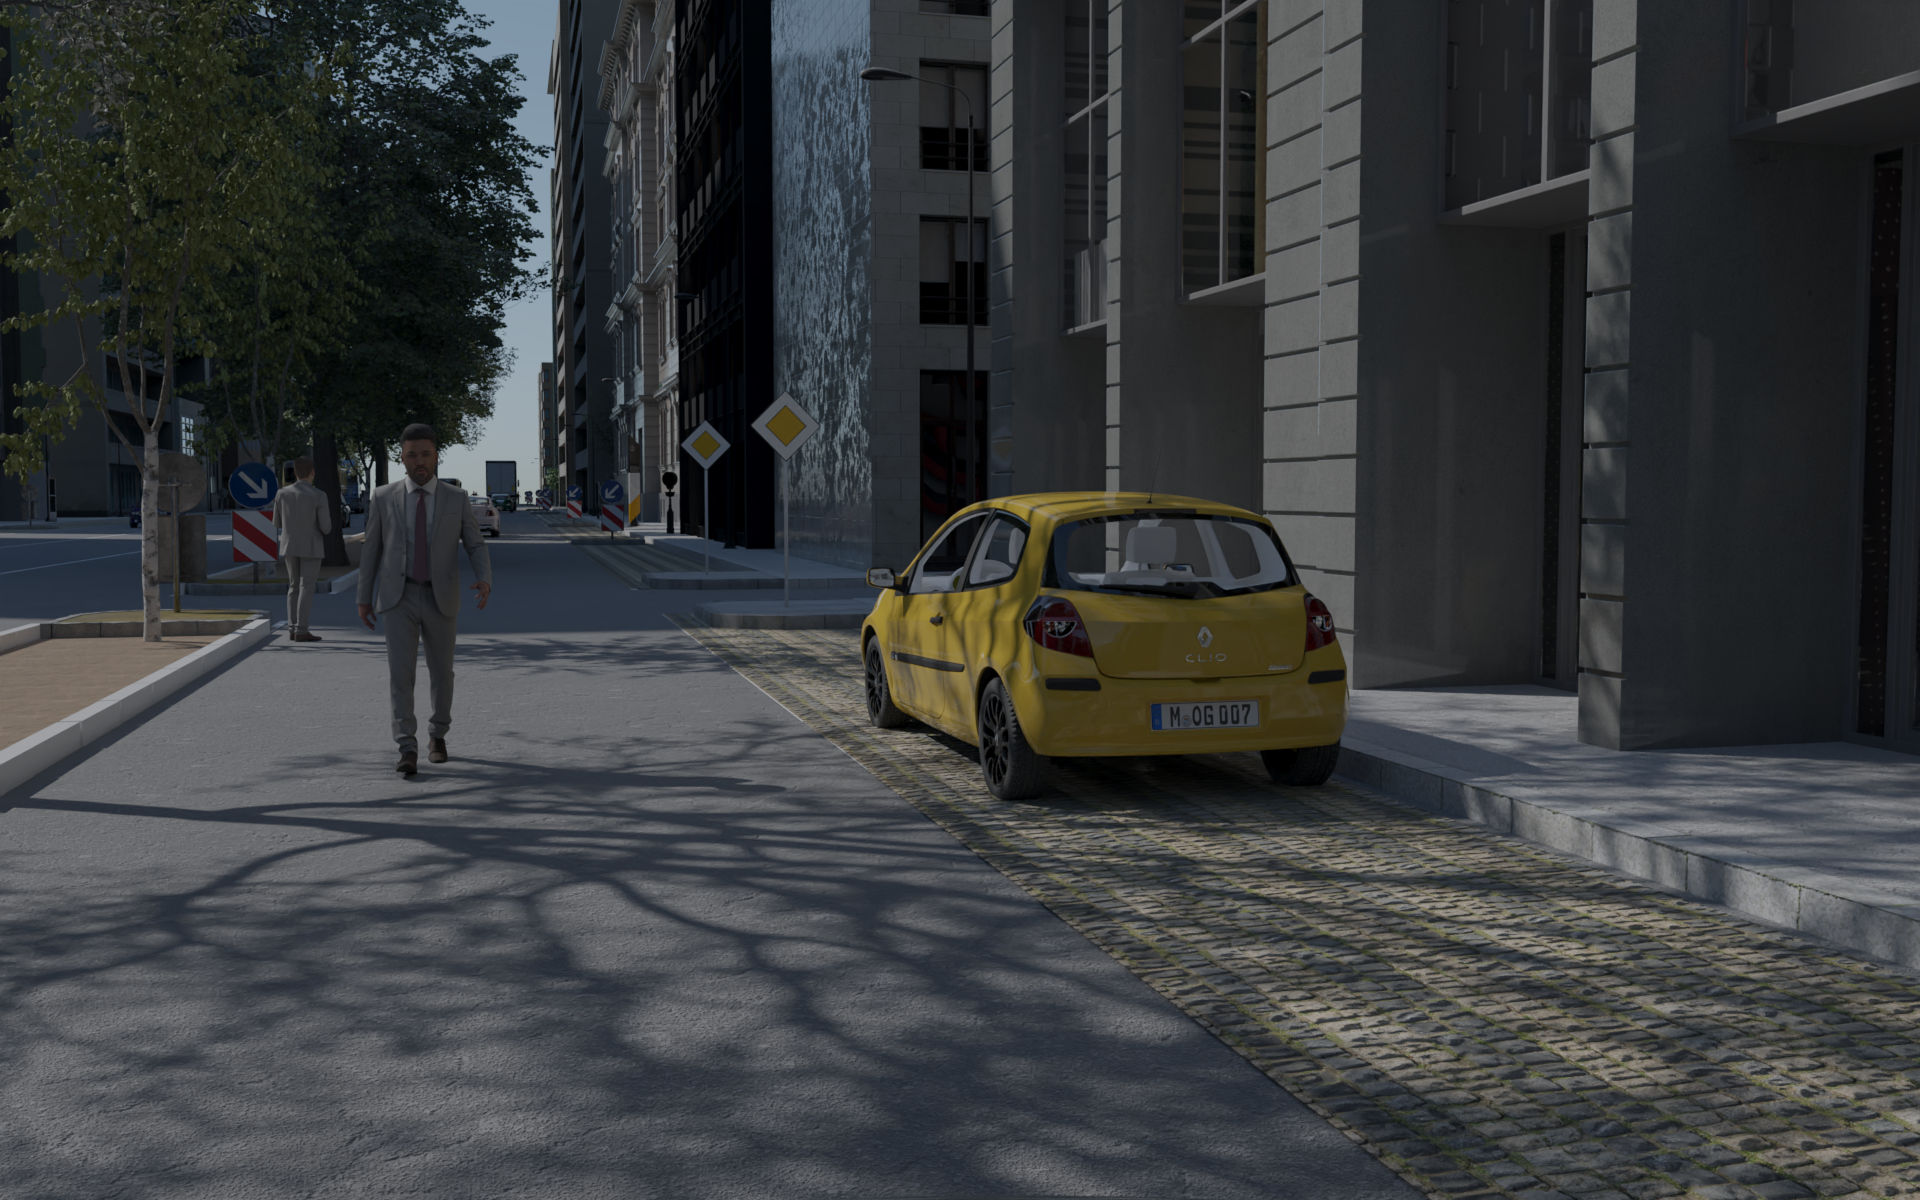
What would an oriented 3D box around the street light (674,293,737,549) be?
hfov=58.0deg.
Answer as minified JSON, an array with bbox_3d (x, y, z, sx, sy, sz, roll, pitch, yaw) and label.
[{"bbox_3d":[-5.936,-4.150,40.397,1.470,5.913,1.316,-1,4,-15],"label":"street light"}]

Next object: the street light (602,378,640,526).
[{"bbox_3d":[-13.676,-5.951,69.843,1.470,5.913,1.316,-1,4,-15],"label":"street light"}]

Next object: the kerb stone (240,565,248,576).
[{"bbox_3d":[-12.539,-0.478,30.060,0.120,0.150,1.000,-1,4,-15],"label":"kerb stone"}]

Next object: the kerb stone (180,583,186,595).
[{"bbox_3d":[-11.233,-0.178,25.114,0.120,0.150,1.000,-1,4,-15],"label":"kerb stone"}]

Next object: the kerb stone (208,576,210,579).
[{"bbox_3d":[-11.493,-0.239,26.103,0.120,0.150,1.000,-1,4,-15],"label":"kerb stone"}]

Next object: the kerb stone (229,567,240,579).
[{"bbox_3d":[-12.273,-0.421,29.072,0.120,0.150,1.000,-1,4,-15],"label":"kerb stone"}]

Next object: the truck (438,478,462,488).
[{"bbox_3d":[-62.485,-13.189,211.570,3.469,3.379,9.791,-1,4,-13],"label":"truck"}]

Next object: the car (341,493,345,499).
[{"bbox_3d":[-40.625,-6.268,111.158,2.281,1.827,5.304,-1,4,-15],"label":"car"}]

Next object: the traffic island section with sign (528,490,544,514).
[{"bbox_3d":[-29.501,-7.001,123.102,1.989,1.847,2.006,-1,4,-15],"label":"traffic island section with sign"}]

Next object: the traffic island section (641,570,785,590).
[{"bbox_3d":[-3.950,-0.310,27.342,2.009,0.180,2.903,-1,4,-15],"label":"traffic island section"}]

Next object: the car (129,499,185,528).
[{"bbox_3d":[-34.596,-3.797,74.661,1.945,1.354,3.894,-1,4,-15],"label":"car"}]

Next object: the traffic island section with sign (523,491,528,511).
[{"bbox_3d":[-36.591,-8.653,150.106,1.989,1.847,2.006,-1,4,-15],"label":"traffic island section with sign"}]

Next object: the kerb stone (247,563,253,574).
[{"bbox_3d":[-12.793,-0.539,31.058,0.120,0.150,1.000,-1,4,-15],"label":"kerb stone"}]

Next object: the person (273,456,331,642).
[{"bbox_3d":[-6.373,-0.504,16.946,0.606,1.804,0.583,0,4,6],"label":"person"}]

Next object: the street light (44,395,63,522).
[{"bbox_3d":[-42.009,-6.621,80.794,1.470,5.913,1.316,-1,4,-15],"label":"street light"}]

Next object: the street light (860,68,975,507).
[{"bbox_3d":[-0.406,-2.853,19.180,1.470,5.913,1.316,-1,4,-15],"label":"street light"}]

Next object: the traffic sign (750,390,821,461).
[{"bbox_3d":[-1.939,-1.061,19.530,0.795,2.593,0.064,-1,4,-15],"label":"traffic sign"}]

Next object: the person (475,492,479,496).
[{"bbox_3d":[-61.275,-12.852,219.356,1.217,1.735,0.721,-1,4,-15],"label":"person"}]

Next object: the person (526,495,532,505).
[{"bbox_3d":[-52.976,-12.479,213.079,0.990,1.755,0.434,-2,4,-28],"label":"person"}]

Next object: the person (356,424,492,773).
[{"bbox_3d":[-2.789,-0.014,9.010,0.678,1.792,0.850,-1,4,-17],"label":"person"}]

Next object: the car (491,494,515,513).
[{"bbox_3d":[-34.866,-7.326,131.583,2.131,1.459,4.920,-1,4,-14],"label":"car"}]

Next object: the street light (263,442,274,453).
[{"bbox_3d":[-61.581,-11.144,154.748,1.470,5.913,1.316,-1,4,-15],"label":"street light"}]

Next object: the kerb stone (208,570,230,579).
[{"bbox_3d":[-12.017,-0.354,28.082,0.120,0.150,1.000,-1,4,-15],"label":"kerb stone"}]

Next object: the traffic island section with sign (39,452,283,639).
[{"bbox_3d":[-8.352,-0.614,18.181,2.006,1.907,1.989,-1,4,-15],"label":"traffic island section with sign"}]

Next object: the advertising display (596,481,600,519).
[{"bbox_3d":[-18.450,-5.083,88.324,0.123,1.923,0.974,0,4,-6],"label":"advertising display"}]

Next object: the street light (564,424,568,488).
[{"bbox_3d":[-25.629,-8.740,115.444,1.470,5.913,1.316,-1,4,-15],"label":"street light"}]

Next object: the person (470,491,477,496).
[{"bbox_3d":[-60.875,-12.754,216.972,1.348,1.831,0.705,-2,4,-30],"label":"person"}]

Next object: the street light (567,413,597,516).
[{"bbox_3d":[-21.613,-7.765,99.496,1.470,5.913,1.316,-1,4,-15],"label":"street light"}]

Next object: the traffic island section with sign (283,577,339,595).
[{"bbox_3d":[-10.228,-1.053,25.347,2.006,1.907,1.989,-1,4,-15],"label":"traffic island section with sign"}]

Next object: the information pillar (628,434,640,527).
[{"bbox_3d":[-12.774,-4.679,67.849,0.504,3.616,0.183,-3,5,-44],"label":"information pillar"}]

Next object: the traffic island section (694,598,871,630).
[{"bbox_3d":[-1.918,0.163,19.619,2.009,0.180,2.903,-1,4,-15],"label":"traffic island section"}]

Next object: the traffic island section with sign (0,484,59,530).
[{"bbox_3d":[-37.692,-3.757,70.055,1.989,1.847,2.006,-1,4,-15],"label":"traffic island section with sign"}]

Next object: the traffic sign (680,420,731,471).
[{"bbox_3d":[-3.971,-1.533,27.254,0.795,2.593,0.064,-1,4,-15],"label":"traffic sign"}]

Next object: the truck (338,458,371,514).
[{"bbox_3d":[-46.015,-8.622,130.720,2.967,4.110,18.799,-1,4,-15],"label":"truck"}]

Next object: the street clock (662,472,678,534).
[{"bbox_3d":[-9.381,-3.148,56.043,0.471,2.002,0.358,1,4,23],"label":"street clock"}]

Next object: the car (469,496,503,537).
[{"bbox_3d":[-16.586,-2.839,58.773,2.083,1.381,4.827,-1,4,-14],"label":"car"}]

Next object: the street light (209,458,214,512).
[{"bbox_3d":[-53.584,-9.329,125.065,1.470,5.913,1.316,-1,4,-15],"label":"street light"}]

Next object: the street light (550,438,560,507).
[{"bbox_3d":[-33.360,-10.541,144.893,1.470,5.913,1.316,-1,4,-15],"label":"street light"}]

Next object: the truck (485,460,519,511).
[{"bbox_3d":[-39.613,-9.843,149.850,2.839,4.237,11.283,-1,4,-14],"label":"truck"}]

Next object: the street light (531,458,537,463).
[{"bbox_3d":[-54.304,-15.375,223.923,1.470,5.913,1.316,-1,4,-15],"label":"street light"}]

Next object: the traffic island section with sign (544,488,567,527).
[{"bbox_3d":[-16.917,-4.077,75.283,1.989,1.847,2.006,-1,4,-15],"label":"traffic island section with sign"}]

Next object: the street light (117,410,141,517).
[{"bbox_3d":[-45.830,-7.528,95.622,1.470,5.913,1.316,-1,4,-15],"label":"street light"}]

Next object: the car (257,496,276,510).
[{"bbox_3d":[-46.357,-6.341,116.256,1.945,1.354,3.894,-1,4,-15],"label":"car"}]

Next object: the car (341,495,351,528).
[{"bbox_3d":[-26.996,-3.915,73.793,2.009,1.686,4.222,-1,4,-15],"label":"car"}]

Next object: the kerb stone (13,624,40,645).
[{"bbox_3d":[-9.016,0.338,16.684,0.120,0.150,1.000,-1,4,-15],"label":"kerb stone"}]

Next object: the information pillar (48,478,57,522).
[{"bbox_3d":[-41.943,-4.620,80.025,0.304,2.012,0.304,-2,4,-33],"label":"information pillar"}]

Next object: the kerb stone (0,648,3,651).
[{"bbox_3d":[-8.752,0.398,15.691,0.120,0.150,1.000,-1,4,-15],"label":"kerb stone"}]

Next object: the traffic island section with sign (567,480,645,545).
[{"bbox_3d":[-10.004,-2.473,49.060,1.989,1.847,2.006,-1,4,-15],"label":"traffic island section with sign"}]

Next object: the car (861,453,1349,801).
[{"bbox_3d":[0.588,0.035,9.647,2.015,1.641,3.980,-1,4,-15],"label":"car"}]

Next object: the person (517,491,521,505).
[{"bbox_3d":[-59.426,-13.741,233.134,0.705,1.831,1.348,-3,5,-41],"label":"person"}]

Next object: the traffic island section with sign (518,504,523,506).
[{"bbox_3d":[-50.615,-11.912,203.383,1.989,1.847,2.006,-1,4,-15],"label":"traffic island section with sign"}]

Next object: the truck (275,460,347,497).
[{"bbox_3d":[-38.123,-6.503,102.246,3.469,3.379,9.791,-1,4,-13],"label":"truck"}]

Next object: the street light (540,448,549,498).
[{"bbox_3d":[-41.220,-12.341,174.309,1.470,5.913,1.316,-1,4,-15],"label":"street light"}]

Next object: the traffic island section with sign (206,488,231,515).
[{"bbox_3d":[-50.448,-6.723,118.554,1.989,1.847,2.006,-1,4,-15],"label":"traffic island section with sign"}]
